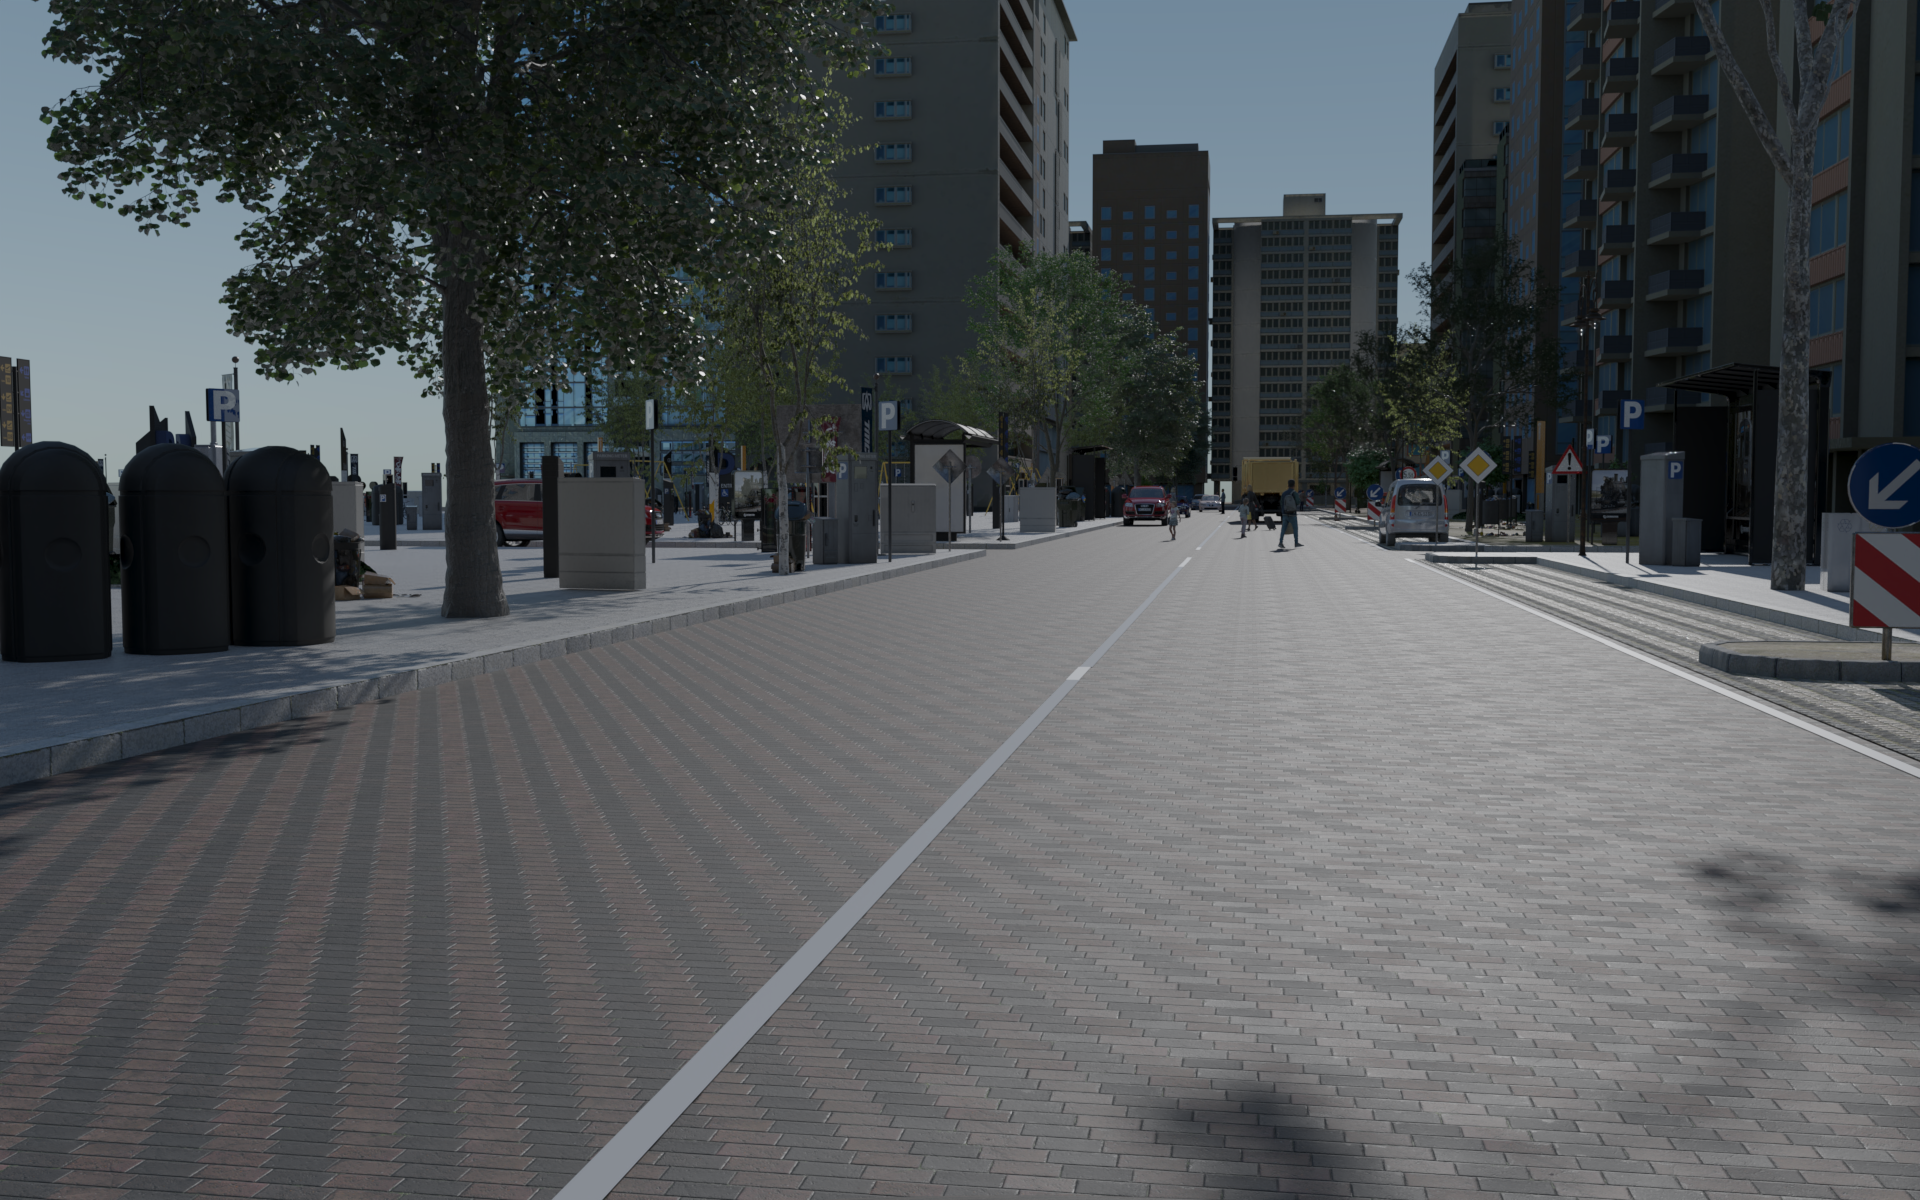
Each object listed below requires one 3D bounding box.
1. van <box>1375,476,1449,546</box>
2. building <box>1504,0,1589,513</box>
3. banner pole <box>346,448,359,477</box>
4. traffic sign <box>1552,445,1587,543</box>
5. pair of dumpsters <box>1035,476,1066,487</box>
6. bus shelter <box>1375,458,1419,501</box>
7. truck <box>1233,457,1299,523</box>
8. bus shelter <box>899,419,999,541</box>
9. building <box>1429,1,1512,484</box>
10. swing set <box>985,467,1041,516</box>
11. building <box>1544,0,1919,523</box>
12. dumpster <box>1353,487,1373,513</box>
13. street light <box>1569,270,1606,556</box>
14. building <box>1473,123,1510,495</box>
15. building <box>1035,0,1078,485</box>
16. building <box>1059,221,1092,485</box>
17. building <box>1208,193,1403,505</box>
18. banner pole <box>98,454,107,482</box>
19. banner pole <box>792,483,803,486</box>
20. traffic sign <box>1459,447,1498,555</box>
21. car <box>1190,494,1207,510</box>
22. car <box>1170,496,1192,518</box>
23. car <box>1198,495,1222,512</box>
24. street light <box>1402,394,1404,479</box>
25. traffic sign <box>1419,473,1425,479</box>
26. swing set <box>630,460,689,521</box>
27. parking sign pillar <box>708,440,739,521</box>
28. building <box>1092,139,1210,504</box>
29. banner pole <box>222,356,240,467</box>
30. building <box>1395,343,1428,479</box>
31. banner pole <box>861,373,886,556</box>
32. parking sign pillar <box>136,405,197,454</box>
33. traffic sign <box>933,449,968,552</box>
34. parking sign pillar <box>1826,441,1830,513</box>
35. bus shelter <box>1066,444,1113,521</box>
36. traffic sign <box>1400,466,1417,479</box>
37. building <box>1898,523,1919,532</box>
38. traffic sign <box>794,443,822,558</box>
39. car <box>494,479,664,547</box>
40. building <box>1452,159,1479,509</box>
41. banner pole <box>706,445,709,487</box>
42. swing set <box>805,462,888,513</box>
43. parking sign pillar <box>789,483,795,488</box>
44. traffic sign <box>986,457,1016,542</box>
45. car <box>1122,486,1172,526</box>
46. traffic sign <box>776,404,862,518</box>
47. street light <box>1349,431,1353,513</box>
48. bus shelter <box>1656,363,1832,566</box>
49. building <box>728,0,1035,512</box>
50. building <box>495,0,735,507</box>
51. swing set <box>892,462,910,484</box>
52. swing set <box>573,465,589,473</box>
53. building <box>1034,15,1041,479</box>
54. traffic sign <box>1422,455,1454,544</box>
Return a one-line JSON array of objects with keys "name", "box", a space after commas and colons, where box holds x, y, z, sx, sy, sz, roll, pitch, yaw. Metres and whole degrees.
[{"name": "van", "box": [12.719, -2.546, 48.640, 2.013, 2.044, 4.112, 1, 4, 9]}, {"name": "building", "box": [46.955, -28.892, 122.497, 14.600, 45.320, 14.200, 1, 4, 9]}, {"name": "banner pole", "box": [-32.996, -6.358, 93.972, 0.863, 3.779, 0.401, -3, 5, -44]}, {"name": "traffic sign", "box": [15.976, -2.780, 45.451, 0.884, 2.594, 0.081, 1, 4, 15]}, {"name": "pair of dumpsters", "box": [4.704, -5.358, 90.099, 1.574, 2.255, 4.437, 1, 4, 10]}, {"name": "bus shelter", "box": [24.939, -6.423, 98.946, 2.014, 3.302, 5.546, 1, 4, 10]}, {"name": "truck", "box": [16.031, -5.767, 90.218, 3.469, 3.379, 9.791, 0, 4, 8]}, {"name": "bus shelter", "box": [-0.195, -3.403, 49.561, 2.014, 3.302, 5.546, 1, 4, 10]}, {"name": "building", "box": [57.629, -33.262, 167.536, 21.300, 48.544, 21.600, 1, 4, 9]}, {"name": "swing set", "box": [3.345, -6.385, 102.014, 2.862, 2.851, 3.119, -2, 4, -30]}, {"name": "building", "box": [47.369, -27.223, 99.715, 22.147, 44.769, 28.867, 1, 4, 9]}, {"name": "dumpster", "box": [26.969, -6.904, 115.378, 1.502, 2.255, 1.985, 1, 4, 10]}, {"name": "street light", "box": [12.945, -3.857, 35.842, 0.468, 5.910, 1.993, 1, 4, 9]}, {"name": "building", "box": [49.208, -22.336, 136.898, 14.160, 30.474, 14.107, 1, 4, 9]}, {"name": "building", "box": [-3.324, -35.823, 174.944, 27.495, 52.752, 28.713, 1, 4, 9]}, {"name": "building", "box": [6.529, -33.091, 232.925, 23.993, 40.220, 32.217, 1, 4, 9]}, {"name": "building", "box": [44.812, -32.716, 226.793, 23.993, 40.220, 32.217, 1, 4, 9]}, {"name": "banner pole", "box": [-53.307, -7.203, 107.786, 0.401, 3.779, 0.863, 1, 4, 19]}, {"name": "banner pole", "box": [-8.907, -6.365, 94.088, 0.863, 3.779, 0.401, 1, 4, 21]}, {"name": "traffic sign", "box": [10.959, -2.021, 36.687, 0.795, 2.450, 0.064, 1, 4, 9]}, {"name": "car", "box": [21.369, -8.626, 153.032, 2.014, 1.417, 4.499, 1, 4, 11]}, {"name": "car", "box": [13.086, -5.653, 105.014, 1.945, 1.354, 3.894, 1, 4, 9]}, {"name": "car", "box": [20.108, -7.739, 138.897, 2.083, 1.381, 4.827, 0, 4, 8]}, {"name": "street light", "box": [19.903, -6.425, 77.839, 0.468, 5.910, 1.993, 1, 4, 9]}, {"name": "traffic sign", "box": [26.654, -6.094, 99.636, 0.884, 2.594, 0.081, 1, 4, 18]}, {"name": "swing set", "box": [-14.594, -5.110, 81.170, 2.862, 2.851, 3.119, 1, 4, 20]}, {"name": "parking sign pillar", "box": [-11.193, -5.709, 81.806, 1.447, 3.967, 1.447, -2, 4, -28]}, {"name": "building", "box": [24.555, -34.935, 221.301, 14.200, 45.320, 14.600, 1, 4, 9]}, {"name": "banner pole", "box": [-13.309, -2.549, 31.698, 0.401, 3.779, 0.863, -3, 5, -44]}, {"name": "building", "box": [70.536, -22.986, 220.868, 28.899, 21.520, 27.650, 1, 4, 9]}, {"name": "banner pole", "box": [-1.841, -2.803, 35.838, 0.401, 3.779, 0.863, 2, 4, 27]}, {"name": "parking sign pillar", "box": [-24.556, -3.970, 53.388, 1.447, 3.967, 1.447, -1, 4, -11]}, {"name": "traffic sign", "box": [-0.226, -2.137, 38.577, 0.795, 2.450, 0.064, 1, 4, 9]}, {"name": "parking sign pillar", "box": [25.636, -3.874, 51.814, 1.447, 3.967, 1.447, 2, 4, 35]}, {"name": "bus shelter", "box": [6.405, -5.740, 85.136, 1.731, 3.624, 6.357, 1, 4, 10]}, {"name": "traffic sign", "box": [20.670, -4.881, 79.910, 0.768, 2.556, 0.104, 1, 4, 13]}, {"name": "building", "box": [43.012, -24.758, 59.422, 28.867, 44.769, 22.147, 1, 4, 9]}, {"name": "traffic sign", "box": [-3.032, -1.983, 34.555, 0.606, 2.300, 0.079, 1, 4, 16]}, {"name": "car", "box": [-10.074, -2.131, 43.519, 5.304, 1.827, 2.281, 0, 4, 8]}, {"name": "building", "box": [50.158, -23.200, 151.016, 14.160, 30.474, 14.107, 1, 4, 9]}, {"name": "banner pole", "box": [-11.181, -5.342, 77.358, 0.401, 3.779, 0.863, 1, 4, 15]}, {"name": "swing set", "box": [-4.676, -3.846, 60.509, 3.119, 2.851, 2.862, 2, 4, 29]}, {"name": "parking sign pillar", "box": [-11.482, -8.239, 123.186, 1.447, 3.967, 1.447, -2, 4, -33]}, {"name": "traffic sign", "box": [1.095, -2.618, 46.453, 0.795, 2.450, 0.064, 1, 4, 9]}, {"name": "car", "box": [8.637, -4.351, 79.817, 2.281, 1.827, 5.304, 1, 4, 9]}, {"name": "traffic sign", "box": [-3.125, -2.784, 39.390, 2.265, 3.308, 0.079, 1, 4, 17]}, {"name": "street light", "box": [26.574, -8.867, 117.763, 0.468, 5.910, 1.993, 1, 4, 9]}, {"name": "bus shelter", "box": [15.178, -2.606, 33.894, 1.731, 3.624, 6.357, 1, 4, 10]}, {"name": "building", "box": [-6.106, -31.215, 134.074, 21.300, 48.544, 21.600, 1, 4, 9]}, {"name": "building", "box": [-32.860, -53.106, 180.952, 31.000, 86.520, 22.319, 1, 4, 9]}, {"name": "swing set", "box": [-2.495, -5.305, 84.359, 3.119, 2.851, 2.862, 1, 4, 16]}, {"name": "swing set", "box": [-18.872, -5.754, 91.697, 3.119, 2.851, 2.862, 0, 4, 6]}, {"name": "building", "box": [-0.714, -30.661, 151.418, 14.600, 45.320, 14.200, 1, 4, 9]}, {"name": "traffic sign", "box": [12.280, -2.503, 44.563, 0.795, 2.450, 0.064, 1, 4, 9]}]
